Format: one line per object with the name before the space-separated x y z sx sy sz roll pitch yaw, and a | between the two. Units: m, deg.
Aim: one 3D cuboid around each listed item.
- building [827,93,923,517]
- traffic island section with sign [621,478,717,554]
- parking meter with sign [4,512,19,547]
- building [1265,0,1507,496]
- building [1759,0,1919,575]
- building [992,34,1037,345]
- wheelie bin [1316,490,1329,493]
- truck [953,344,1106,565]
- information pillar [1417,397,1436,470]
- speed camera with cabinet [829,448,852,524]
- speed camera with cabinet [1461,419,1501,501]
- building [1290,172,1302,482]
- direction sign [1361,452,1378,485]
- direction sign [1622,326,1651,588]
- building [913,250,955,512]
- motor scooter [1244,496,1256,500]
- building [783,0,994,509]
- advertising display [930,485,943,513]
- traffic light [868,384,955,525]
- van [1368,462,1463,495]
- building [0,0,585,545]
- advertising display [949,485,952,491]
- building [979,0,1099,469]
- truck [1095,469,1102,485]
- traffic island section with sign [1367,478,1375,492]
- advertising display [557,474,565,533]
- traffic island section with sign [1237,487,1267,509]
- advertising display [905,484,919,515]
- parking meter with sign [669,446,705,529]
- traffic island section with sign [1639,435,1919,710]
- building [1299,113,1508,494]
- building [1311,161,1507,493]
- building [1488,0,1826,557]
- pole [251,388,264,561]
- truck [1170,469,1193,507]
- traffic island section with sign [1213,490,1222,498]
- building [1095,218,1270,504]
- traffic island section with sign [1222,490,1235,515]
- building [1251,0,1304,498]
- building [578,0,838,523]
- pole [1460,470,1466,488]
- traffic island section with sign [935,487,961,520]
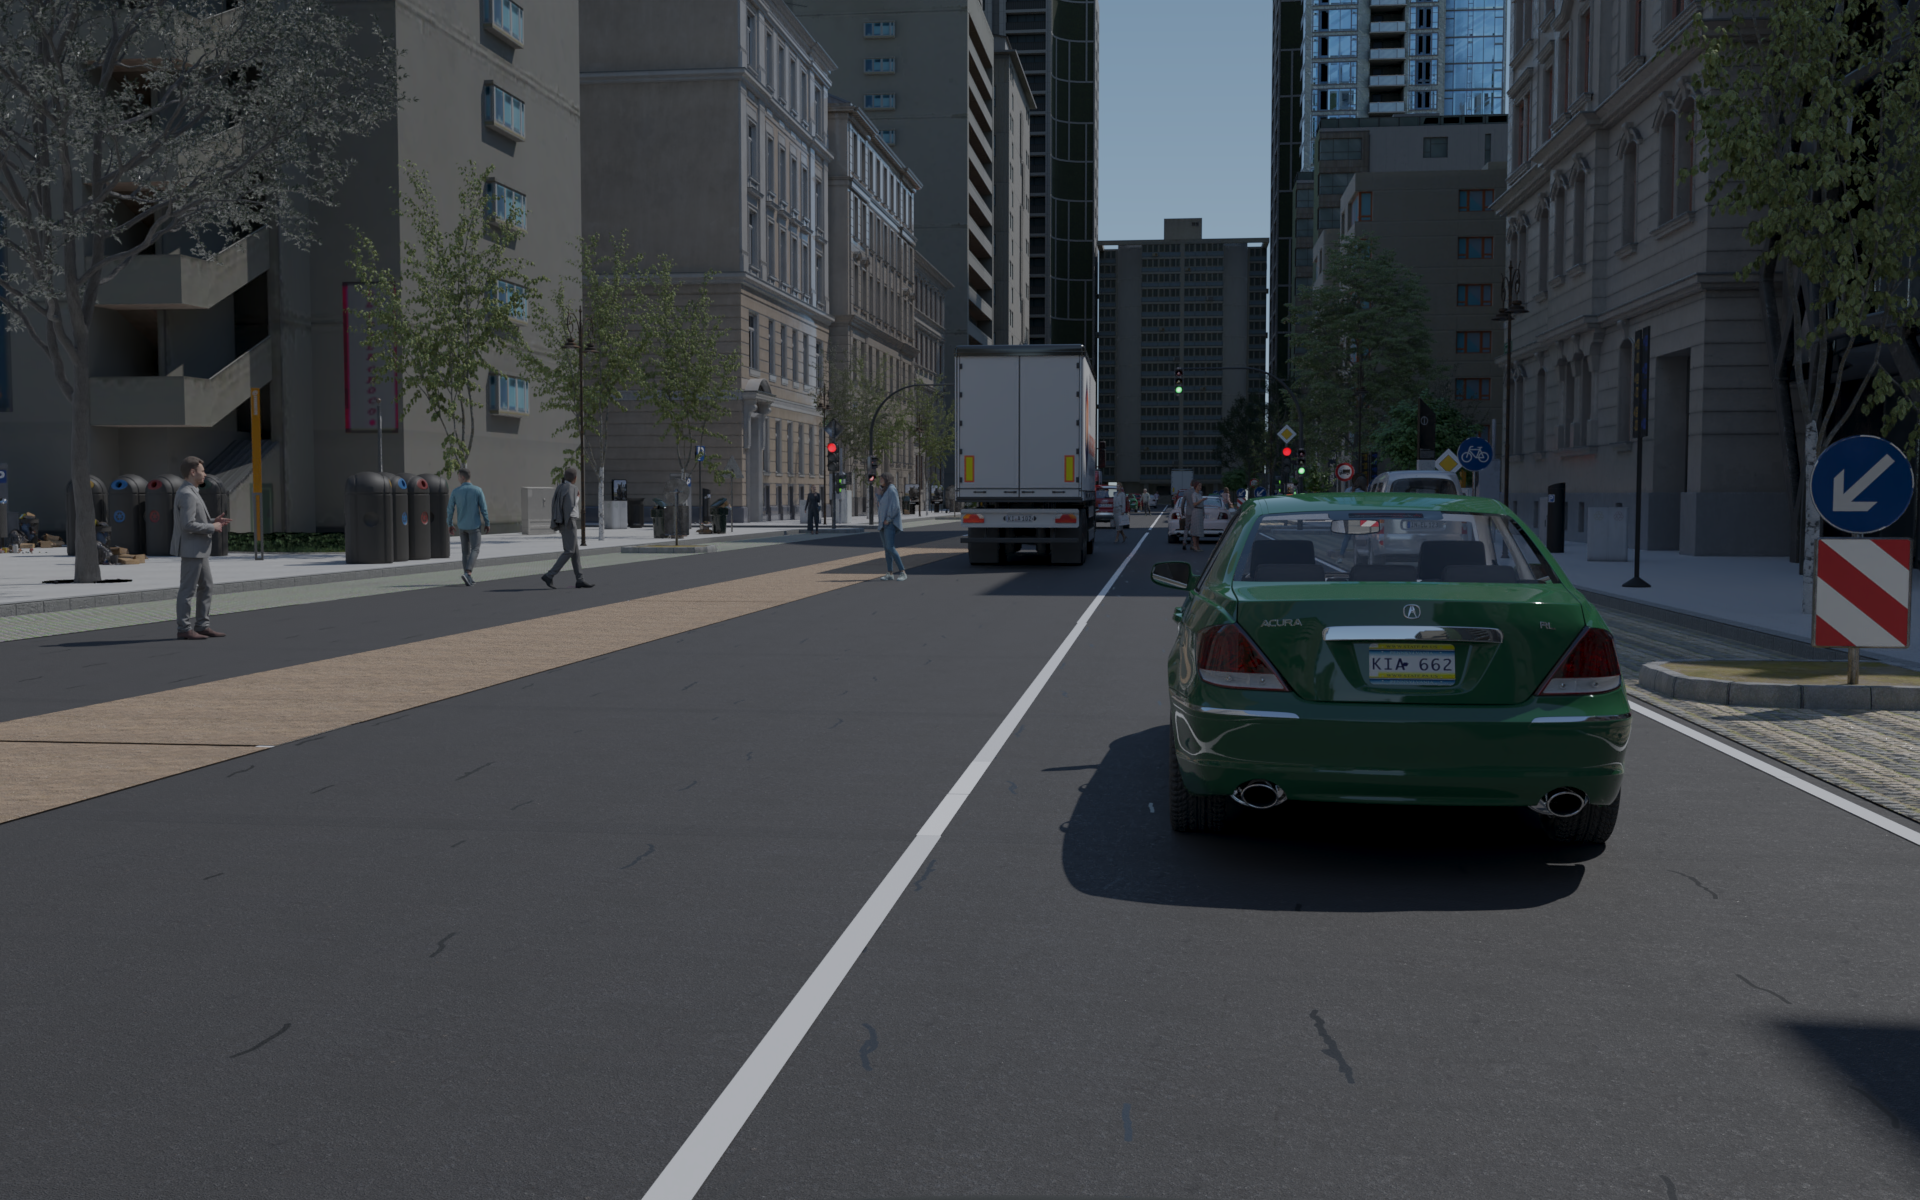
building | -10.214 -19.006 108.018 12.463 27.353 25.104 0 4 7
traffic island section with sign | -7.048 -2.066 42.410 1.989 1.847 2.006 0 4 7
parking meter with sign | -23.703 -2.821 42.392 1.738 3.016 0.543 2 4 31
building | 58.105 -56.474 236.027 31.000 86.520 22.319 0 4 7
building | 21.243 -9.635 24.977 16.820 18.784 16.811 0 4 7
building | -5.777 -37.773 206.820 27.495 52.752 28.713 0 4 7
wheelie bin | 19.170 -5.135 91.861 0.980 1.594 0.693 0 4 -5
truck | 1.693 -3.009 38.112 2.839 4.237 11.283 0 4 6
information pillar | 11.320 -3.106 42.131 0.504 3.616 0.183 -1 4 -21
speed camera with cabinet | -5.193 -4.943 75.160 0.660 3.252 2.038 1 4 9
speed camera with cabinet | 13.912 -3.186 46.427 0.660 3.252 2.038 0 4 2
building | 36.997 -23.561 156.920 14.160 30.474 14.107 0 4 7
direction sign | 21.962 -6.176 92.967 0.876 3.537 0.379 0 4 -6
direction sign | 9.342 -1.946 23.810 0.379 3.537 0.876 1 4 10
building | -7.493 -18.047 131.220 11.583 22.565 21.152 0 4 7
motor scooter | 18.788 -6.062 111.889 0.815 1.314 1.986 0 4 7
building | -8.636 -32.704 158.410 21.300 48.544 21.600 0 4 7
advertising display | -1.603 -6.951 118.868 0.974 1.923 0.123 -2 4 -33
traffic light | -1.573 -5.930 71.617 4.771 5.953 1.251 0 4 7
van | 8.224 -1.517 31.815 2.013 2.044 4.112 0 4 7
building | -25.518 -26.256 52.986 21.600 48.544 21.300 0 4 7
advertising display | -0.623 -7.138 121.917 0.123 1.923 0.974 1 4 9
building | 8.605 -49.157 241.965 20.611 71.187 20.563 0 4 7
truck | 14.617 -12.611 195.100 2.839 4.237 11.283 0 4 6
traffic island section with sign | 9.340 -1.865 39.127 1.989 1.847 2.006 0 4 7
advertising display | -13.060 -3.153 56.763 0.123 1.923 0.974 -1 4 -21
traffic island section with sign | 16.204 -5.240 94.294 1.989 1.847 2.006 0 4 7
advertising display | -2.987 -6.326 108.641 0.974 1.923 0.123 1 4 13
parking meter with sign | -10.172 -4.087 63.086 1.738 3.016 0.543 2 4 24
traffic island section with sign | 6.020 -0.229 12.376 1.989 1.847 2.006 0 4 7
building | 34.573 -22.259 135.642 14.160 30.474 14.107 0 4 7
building | 36.713 -15.959 105.975 27.650 21.520 28.899 0 4 7
building | 22.676 -15.759 45.057 14.401 28.519 23.554 0 4 7
pole | -13.565 -2.421 33.422 0.158 3.312 0.155 0 3 0
truck | 25.462 -12.827 198.641 2.839 4.237 11.283 0 4 7
traffic island section with sign | 29.146 -11.592 198.153 1.989 1.847 2.006 0 4 7
building | 31.551 -33.934 246.704 23.993 40.220 32.217 0 4 7
traffic island section with sign | 19.535 -6.876 121.043 1.989 1.847 2.006 0 4 7
building | 45.119 -46.807 203.547 20.563 71.187 20.611 0 4 7
building | -14.477 -18.337 85.708 13.634 28.700 20.117 0 4 7
pole | 16.409 -3.834 56.524 0.158 3.312 0.155 0 3 0
traffic island section with sign | -0.281 -5.387 96.708 1.989 1.847 2.006 0 4 7
